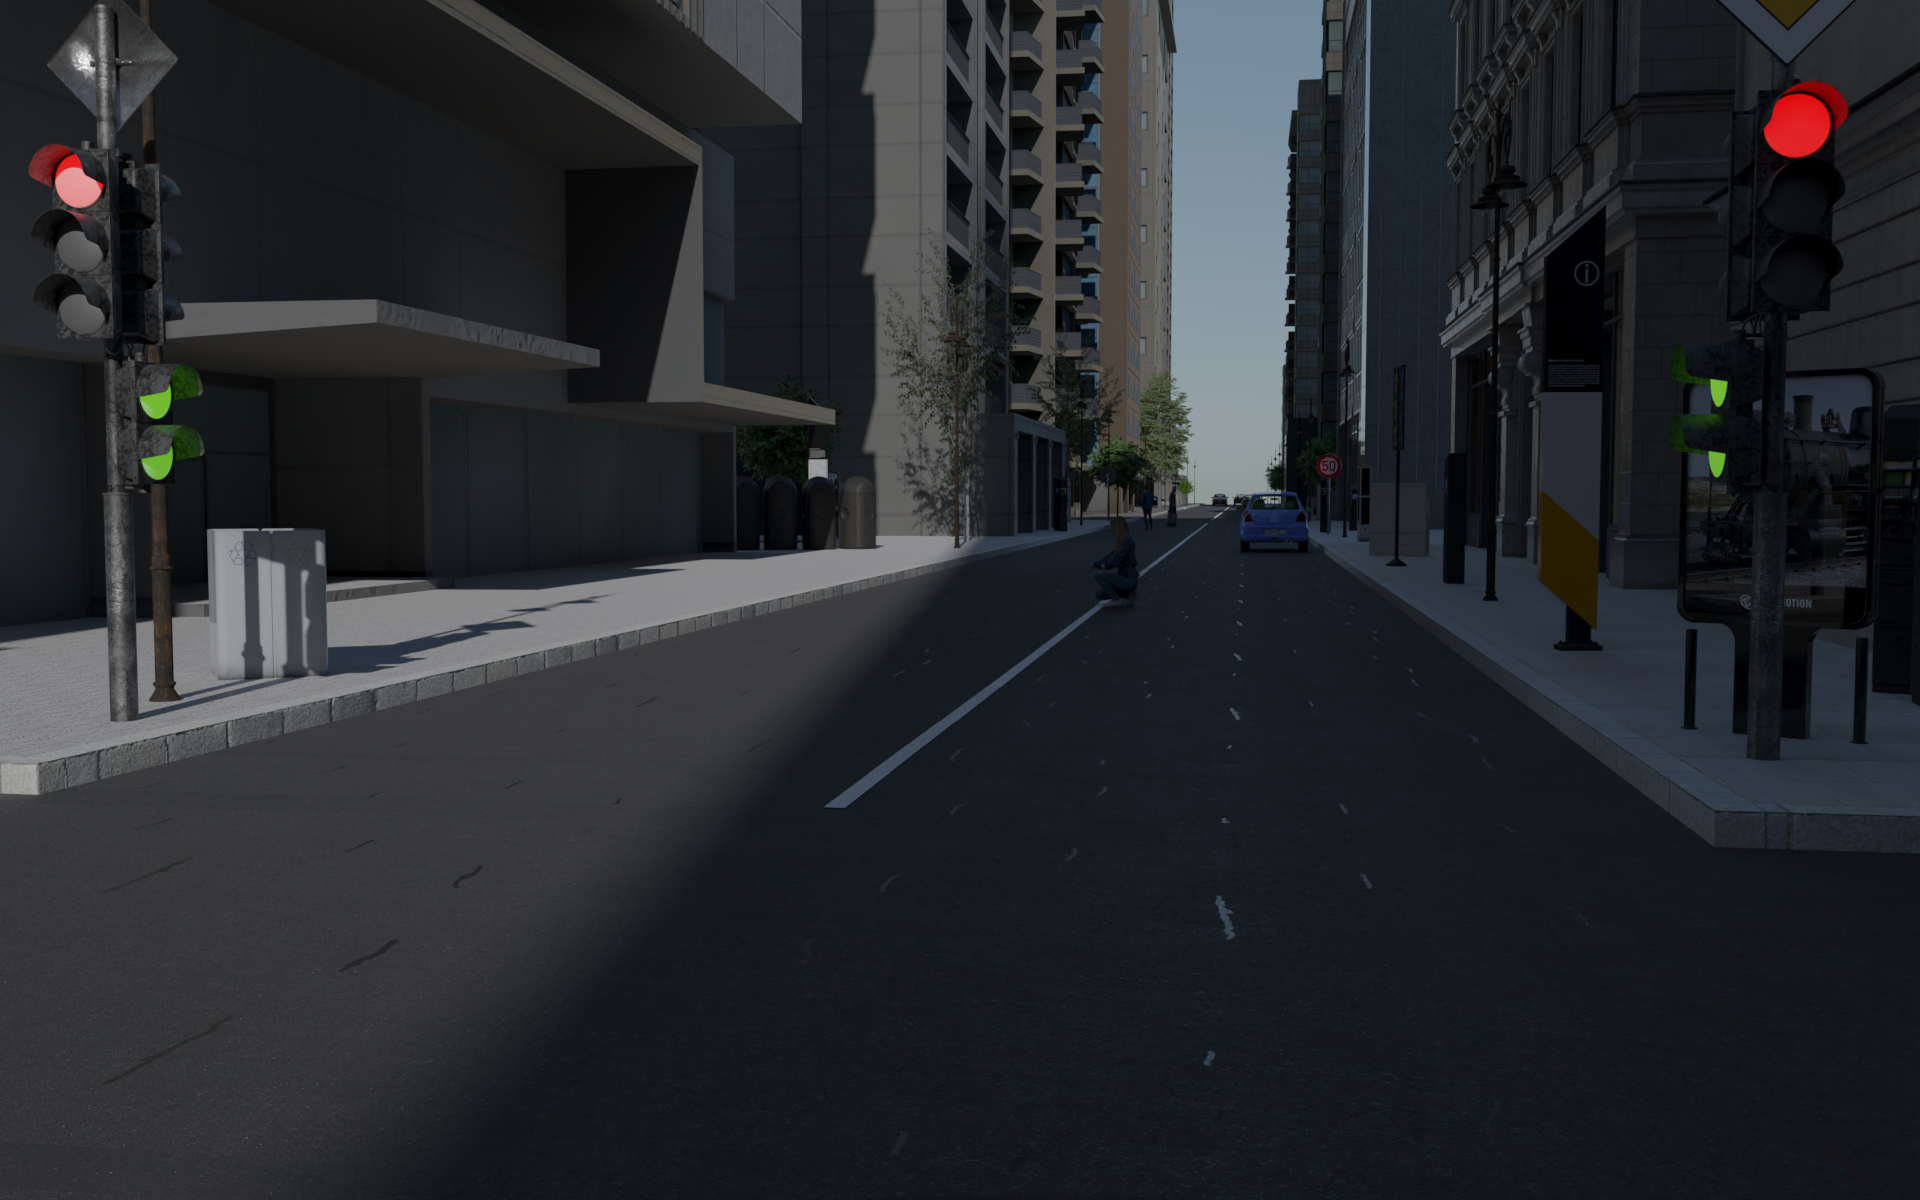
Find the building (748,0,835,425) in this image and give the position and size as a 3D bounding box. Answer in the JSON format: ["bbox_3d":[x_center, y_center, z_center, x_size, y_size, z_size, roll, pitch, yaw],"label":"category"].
[{"bbox_3d":[0.648,-33.817,142.149,28.713,52.752,27.495,1,4,9],"label":"building"}]

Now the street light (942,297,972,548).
[{"bbox_3d":[-0.069,-4.162,40.838,0.468,5.910,1.993,1,4,9],"label":"street light"}]

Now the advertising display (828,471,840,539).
[{"bbox_3d":[-3.902,-2.713,49.574,0.974,1.923,0.123,1,4,16],"label":"advertising display"}]

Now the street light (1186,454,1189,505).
[{"bbox_3d":[26.014,-13.782,198.122,0.468,5.910,1.993,1,4,9],"label":"street light"}]

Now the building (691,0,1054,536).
[{"bbox_3d":[-6.752,-38.152,62.037,20.563,71.187,20.611,1,4,9],"label":"building"}]

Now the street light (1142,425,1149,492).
[{"bbox_3d":[12.372,-8.739,115.672,0.468,5.910,1.993,1,4,9],"label":"street light"}]

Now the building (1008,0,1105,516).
[{"bbox_3d":[-3.369,-27.226,99.770,22.147,44.769,28.867,1,4,9],"label":"building"}]

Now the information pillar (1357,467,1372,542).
[{"bbox_3d":[10.906,-2.583,46.727,0.304,2.012,0.304,0,4,1],"label":"information pillar"}]

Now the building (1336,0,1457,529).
[{"bbox_3d":[22.300,-15.498,71.417,12.078,24.808,19.932,1,4,9],"label":"building"}]

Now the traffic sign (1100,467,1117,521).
[{"bbox_3d":[6.944,-4.958,81.162,0.768,2.556,0.104,1,4,15],"label":"traffic sign"}]

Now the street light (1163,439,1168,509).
[{"bbox_3d":[17.279,-10.581,145.788,0.468,5.910,1.993,1,4,9],"label":"street light"}]

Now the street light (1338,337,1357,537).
[{"bbox_3d":[11.439,-4.803,51.312,0.468,5.910,1.993,1,4,9],"label":"street light"}]

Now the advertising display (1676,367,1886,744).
[{"bbox_3d":[4.308,-0.240,9.143,0.974,1.923,0.123,3,5,41],"label":"advertising display"}]

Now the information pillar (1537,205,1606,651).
[{"bbox_3d":[5.002,-1.394,14.140,0.504,3.616,0.183,0,4,1],"label":"information pillar"}]

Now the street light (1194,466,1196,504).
[{"bbox_3d":[30.982,-15.643,228.553,0.468,5.910,1.993,1,4,9],"label":"street light"}]

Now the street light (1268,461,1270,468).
[{"bbox_3d":[37.431,-14.408,208.362,0.468,5.910,1.993,1,4,9],"label":"street light"}]

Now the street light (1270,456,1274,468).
[{"bbox_3d":[32.396,-12.556,178.080,0.468,5.910,1.993,1,4,9],"label":"street light"}]

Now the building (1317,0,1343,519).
[{"bbox_3d":[26.561,-19.693,93.680,14.160,30.474,14.107,1,4,9],"label":"building"}]

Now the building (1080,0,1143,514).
[{"bbox_3d":[5.228,-28.747,120.123,14.600,45.320,14.200,1,4,9],"label":"building"}]

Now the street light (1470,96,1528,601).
[{"bbox_3d":[6.384,-2.929,20.671,0.468,5.910,1.993,1,4,9],"label":"street light"}]

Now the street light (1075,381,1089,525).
[{"bbox_3d":[4.981,-6.002,70.913,0.468,5.910,1.993,1,4,9],"label":"street light"}]

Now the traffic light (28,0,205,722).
[{"bbox_3d":[-4.718,-1.270,9.691,0.839,4.253,0.868,1,4,9],"label":"traffic light"}]

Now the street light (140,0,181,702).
[{"bbox_3d":[-4.939,-2.312,10.581,0.468,5.910,1.993,1,4,9],"label":"street light"}]

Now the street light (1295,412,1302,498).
[{"bbox_3d":[19.038,-7.614,97.275,0.468,5.910,1.993,1,4,9],"label":"street light"}]

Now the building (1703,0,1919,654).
[{"bbox_3d":[16.339,-9.026,12.199,19.286,19.102,10.561,1,4,9],"label":"building"}]

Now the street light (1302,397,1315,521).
[{"bbox_3d":[16.458,-6.643,81.393,0.468,5.910,1.993,1,4,9],"label":"street light"}]

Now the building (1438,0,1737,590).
[{"bbox_3d":[16.541,-11.660,41.549,10.553,20.767,40.483,1,4,9],"label":"building"}]

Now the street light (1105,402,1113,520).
[{"bbox_3d":[7.352,-6.896,85.543,0.468,5.910,1.993,1,4,9],"label":"street light"}]

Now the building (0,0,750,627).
[{"bbox_3d":[-18.110,-26.654,25.027,28.713,52.752,27.495,1,4,9],"label":"building"}]

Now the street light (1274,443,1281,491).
[{"bbox_3d":[29.047,-11.300,157.547,0.468,5.910,1.993,1,4,9],"label":"street light"}]

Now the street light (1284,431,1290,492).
[{"bbox_3d":[24.051,-9.460,127.463,0.468,5.910,1.993,1,4,9],"label":"street light"}]

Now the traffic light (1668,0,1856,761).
[{"bbox_3d":[3.880,-1.185,8.292,0.839,4.253,0.868,1,4,9],"label":"traffic light"}]

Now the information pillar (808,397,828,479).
[{"bbox_3d":[-3.422,-3.076,41.640,0.504,3.616,0.183,1,4,23],"label":"information pillar"}]

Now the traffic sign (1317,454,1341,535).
[{"bbox_3d":[11.680,-3.350,54.879,0.768,2.556,0.104,1,4,15],"label":"traffic sign"}]
